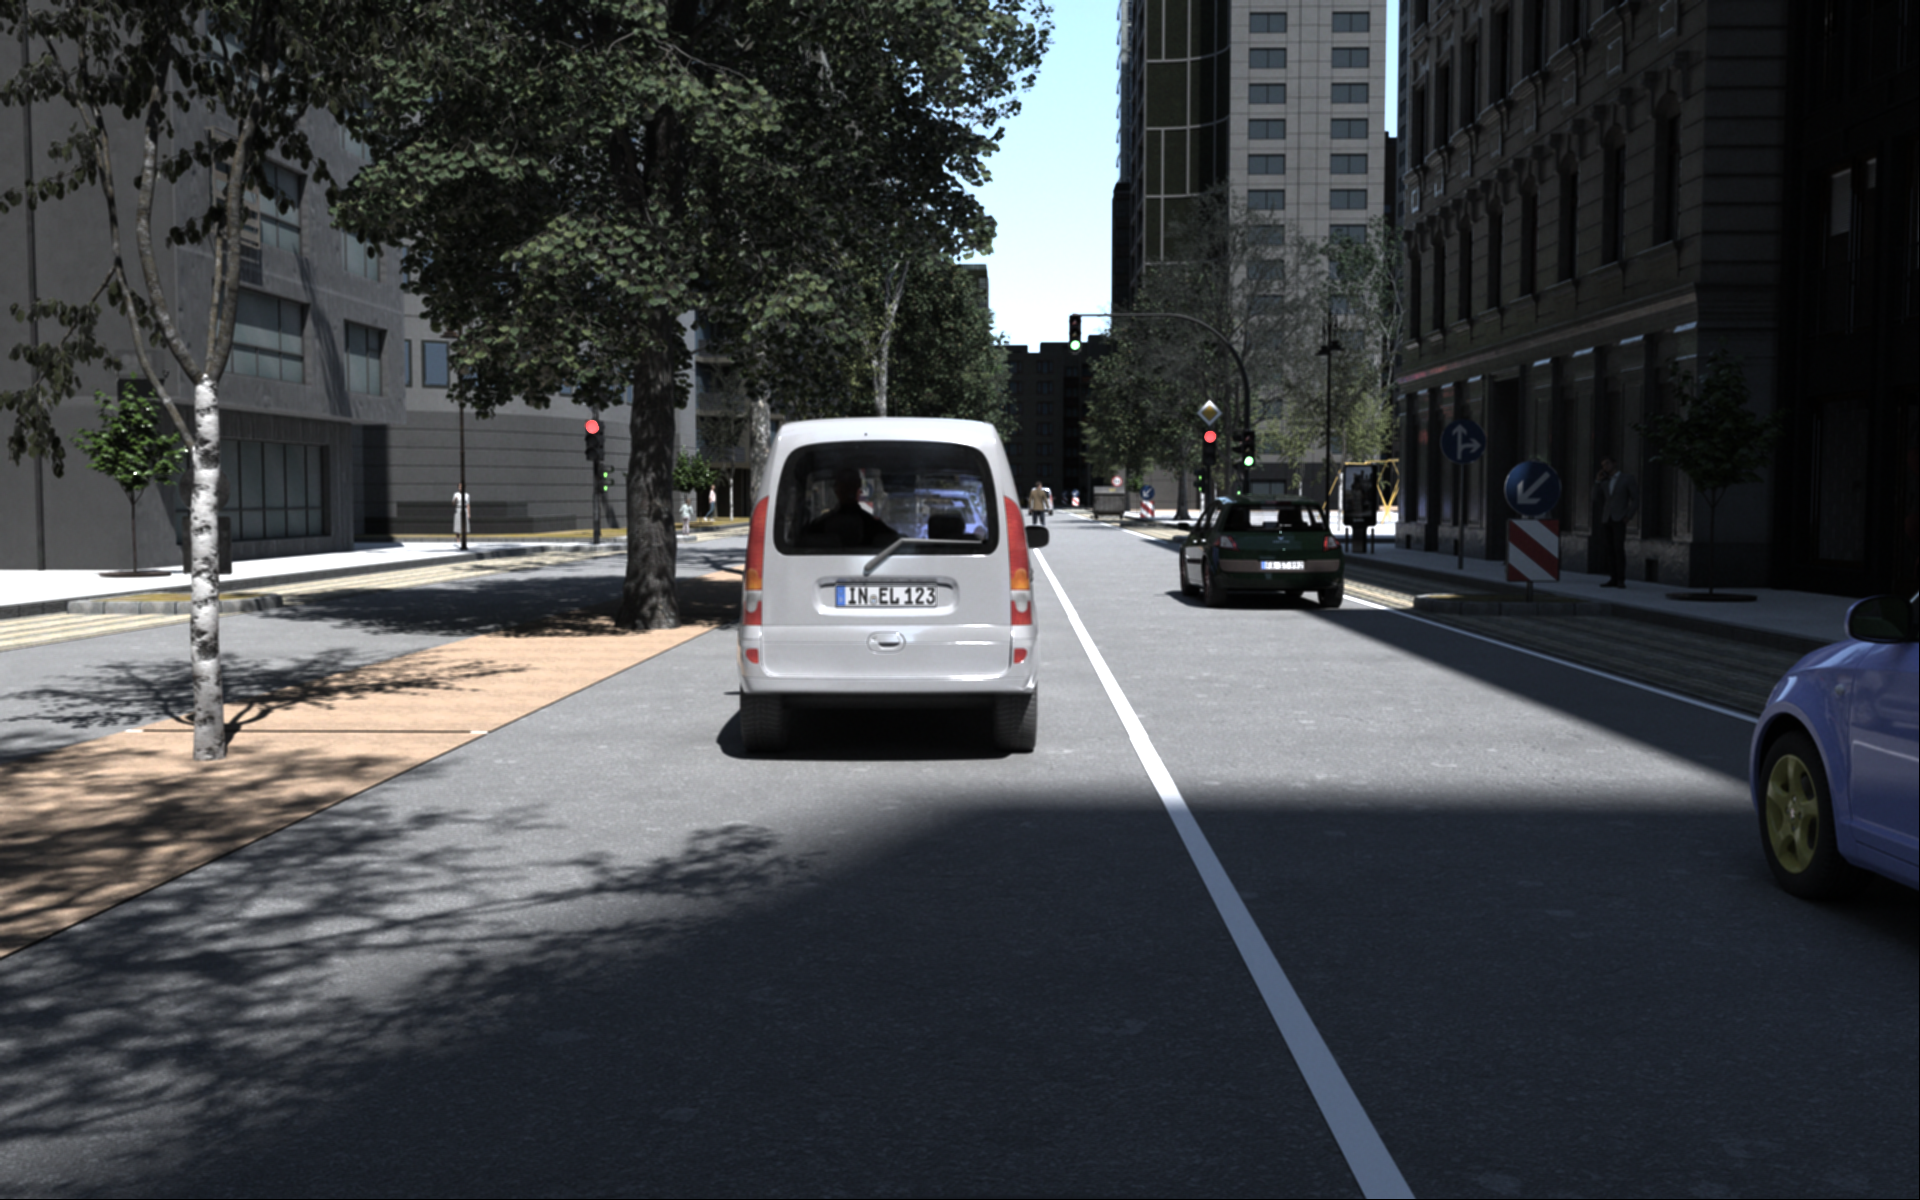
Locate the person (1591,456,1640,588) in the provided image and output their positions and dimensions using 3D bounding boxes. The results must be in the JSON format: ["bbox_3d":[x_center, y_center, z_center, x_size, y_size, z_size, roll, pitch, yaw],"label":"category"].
[{"bbox_3d":[8.997,-1.075,23.803,0.473,1.802,0.592,-1,4,-19],"label":"person"}]

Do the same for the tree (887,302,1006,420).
[{"bbox_3d":[-1.340,-9.941,90.754,9.928,11.665,9.643,0,3,0],"label":"tree"}]

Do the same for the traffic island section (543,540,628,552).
[{"bbox_3d":[-9.300,-1.342,44.227,2.009,0.180,2.903,0,4,1],"label":"traffic island section"}]

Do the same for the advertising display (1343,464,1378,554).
[{"bbox_3d":[8.701,-1.986,37.689,0.123,1.923,0.974,-2,4,-27],"label":"advertising display"}]

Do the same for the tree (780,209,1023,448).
[{"bbox_3d":[-2.338,-9.075,67.840,9.611,12.733,9.660,0,3,0],"label":"tree"}]

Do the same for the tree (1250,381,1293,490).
[{"bbox_3d":[20.399,-9.451,104.893,4.737,8.622,4.395,0,3,0],"label":"tree"}]

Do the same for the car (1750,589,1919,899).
[{"bbox_3d":[3.740,0.280,5.019,1.945,1.707,3.694,0,4,2],"label":"car"}]

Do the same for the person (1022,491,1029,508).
[{"bbox_3d":[6.846,-10.430,179.748,1.217,1.735,0.721,-3,4,-37],"label":"person"}]

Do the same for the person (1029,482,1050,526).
[{"bbox_3d":[2.601,-2.949,56.633,0.656,1.842,0.836,-2,4,-24],"label":"person"}]

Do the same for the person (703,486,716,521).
[{"bbox_3d":[-11.758,-4.566,81.368,0.598,1.740,0.731,-1,4,-15],"label":"person"}]

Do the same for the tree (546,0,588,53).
[{"bbox_3d":[-4.629,-10.511,30.202,12.611,20.169,13.585,0,3,0],"label":"tree"}]

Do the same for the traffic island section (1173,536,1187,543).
[{"bbox_3d":[7.443,-1.804,51.775,2.009,0.180,2.903,0,4,1],"label":"traffic island section"}]

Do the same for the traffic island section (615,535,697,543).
[{"bbox_3d":[-9.092,-1.830,52.209,2.009,0.180,2.903,0,4,1],"label":"traffic island section"}]

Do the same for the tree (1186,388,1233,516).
[{"bbox_3d":[13.063,-8.725,93.014,4.360,8.622,3.978,0,3,0],"label":"tree"}]

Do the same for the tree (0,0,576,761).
[{"bbox_3d":[-4.049,-3.454,9.298,4.360,8.622,3.978,0,3,0],"label":"tree"}]

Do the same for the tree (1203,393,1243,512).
[{"bbox_3d":[18.046,-9.767,110.057,4.737,8.622,4.395,0,3,0],"label":"tree"}]

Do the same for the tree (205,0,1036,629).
[{"bbox_3d":[-3.342,-6.673,18.224,9.857,13.997,8.962,0,3,0],"label":"tree"}]

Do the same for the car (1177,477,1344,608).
[{"bbox_3d":[3.975,-0.822,23.230,2.009,1.686,4.222,0,4,1],"label":"car"}]

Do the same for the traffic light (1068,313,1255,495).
[{"bbox_3d":[5.102,-4.216,43.593,4.771,5.953,1.251,0,4,1],"label":"traffic light"}]

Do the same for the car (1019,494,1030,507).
[{"bbox_3d":[7.334,-10.809,186.956,2.015,1.641,3.980,0,4,1],"label":"car"}]

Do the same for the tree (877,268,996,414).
[{"bbox_3d":[-2.227,-9.574,77.126,7.486,12.596,7.792,0,3,0],"label":"tree"}]

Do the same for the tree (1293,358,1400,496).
[{"bbox_3d":[20.857,-8.675,92.193,4.737,8.622,4.395,0,3,0],"label":"tree"}]

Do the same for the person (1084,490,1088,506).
[{"bbox_3d":[13.081,-10.527,178.885,0.721,1.735,1.217,1,4,13],"label":"person"}]

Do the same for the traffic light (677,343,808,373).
[{"bbox_3d":[-6.959,-4.733,52.054,4.771,5.953,1.251,0,4,1],"label":"traffic light"}]

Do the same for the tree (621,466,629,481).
[{"bbox_3d":[-16.131,-5.397,82.843,1.663,3.219,1.824,0,3,0],"label":"tree"}]

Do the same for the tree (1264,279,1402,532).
[{"bbox_3d":[12.788,-6.652,59.118,4.360,8.622,3.978,0,3,0],"label":"tree"}]

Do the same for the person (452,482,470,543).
[{"bbox_3d":[-13.564,-2.329,47.152,0.480,1.755,0.524,-2,4,-31],"label":"person"}]

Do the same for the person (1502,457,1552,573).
[{"bbox_3d":[8.632,-1.244,26.266,0.818,1.842,0.514,0,4,5],"label":"person"}]

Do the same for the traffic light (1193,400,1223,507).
[{"bbox_3d":[7.404,-3.837,51.662,0.839,4.253,0.868,0,4,1],"label":"traffic light"}]

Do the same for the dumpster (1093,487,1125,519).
[{"bbox_3d":[8.416,-5.491,97.986,1.865,1.857,1.264,0,4,0],"label":"dumpster"}]

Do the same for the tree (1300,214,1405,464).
[{"bbox_3d":[28.585,-15.868,115.335,12.611,20.169,13.585,0,3,0],"label":"tree"}]

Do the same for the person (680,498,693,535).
[{"bbox_3d":[-9.078,-2.730,57.416,0.425,1.301,0.394,-1,4,-16],"label":"person"}]

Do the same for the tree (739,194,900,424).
[{"bbox_3d":[-3.391,-5.289,39.288,4.737,8.622,4.395,0,3,0],"label":"tree"}]

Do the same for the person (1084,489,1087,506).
[{"bbox_3d":[13.645,-11.140,188.126,0.705,1.831,1.348,0,4,-6],"label":"person"}]

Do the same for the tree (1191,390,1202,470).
[{"bbox_3d":[17.243,-10.231,117.631,4.737,8.622,4.395,0,3,0],"label":"tree"}]

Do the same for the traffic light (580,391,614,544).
[{"bbox_3d":[-9.261,-3.374,44.091,0.839,4.253,0.868,0,4,1],"label":"traffic light"}]
